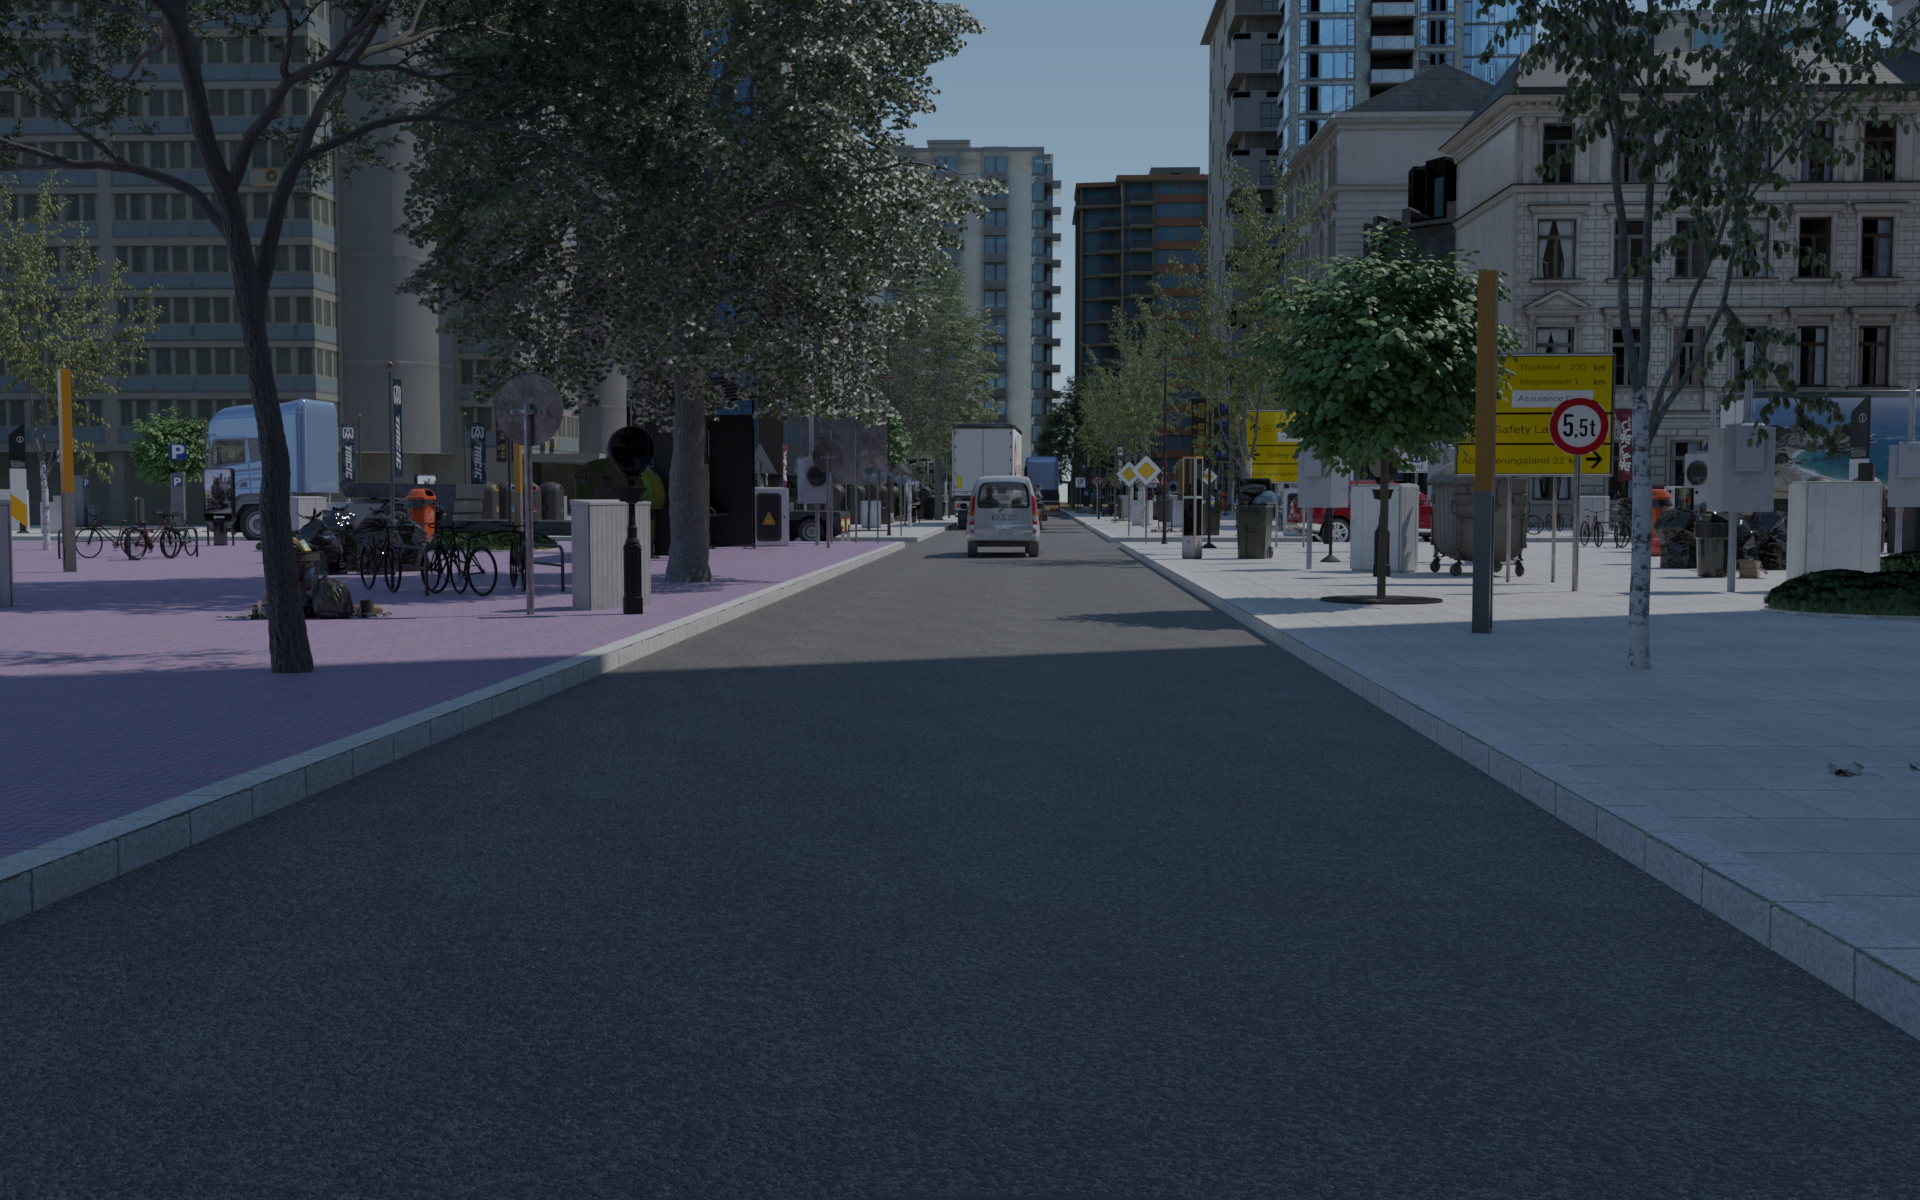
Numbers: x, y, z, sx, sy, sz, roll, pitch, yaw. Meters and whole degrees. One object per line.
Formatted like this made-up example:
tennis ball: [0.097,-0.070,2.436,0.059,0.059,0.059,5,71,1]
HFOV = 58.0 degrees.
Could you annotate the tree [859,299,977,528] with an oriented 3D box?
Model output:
tree: [-1.687,-7.068,65.927,4.360,8.622,3.978,0,3,0]

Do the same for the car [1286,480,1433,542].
car: [11.660,-2.380,47.590,5.304,1.827,2.281,0,4,0]

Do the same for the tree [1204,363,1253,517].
tree: [15.280,-8.966,96.950,4.360,8.622,3.978,0,3,0]

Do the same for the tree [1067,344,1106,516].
tree: [6.810,-7.088,66.248,4.737,8.622,4.395,0,3,0]

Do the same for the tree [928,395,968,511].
tree: [-0.266,-10.828,127.403,4.737,8.622,4.395,0,3,0]

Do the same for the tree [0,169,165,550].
tree: [-20.623,-5.435,39.222,4.737,8.622,4.395,0,3,0]

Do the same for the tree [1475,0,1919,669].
tree: [5.111,-3.787,12.287,4.360,8.622,3.978,0,3,0]

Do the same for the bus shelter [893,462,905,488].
bus shelter: [-4.263,-6.424,96.314,1.731,3.624,6.357,0,4,3]

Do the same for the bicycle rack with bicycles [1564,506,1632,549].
bicycle rack with bicycles: [16.272,-1.710,41.335,2.852,0.926,2.925,0,4,8]

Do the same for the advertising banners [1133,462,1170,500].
advertising banners: [10.417,-6.008,94.413,2.074,3.025,0.090,-1,4,-8]

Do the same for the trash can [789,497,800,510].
trash can: [-8.543,-4.634,87.425,0.748,1.137,0.748,0,3,0]

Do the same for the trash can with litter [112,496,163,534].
trash can with litter: [-26.922,-2.778,56.483,1.678,1.210,2.233,-1,4,-16]

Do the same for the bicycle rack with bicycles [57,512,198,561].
bicycle rack with bicycles: [-16.459,-1.308,34.768,2.852,0.926,2.925,1,4,20]

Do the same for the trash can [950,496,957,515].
trash can: [-0.492,-5.681,104.542,0.748,1.137,0.748,0,3,0]

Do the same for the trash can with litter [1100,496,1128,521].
trash can with litter: [7.752,-4.357,82.294,1.678,1.210,2.233,1,4,12]

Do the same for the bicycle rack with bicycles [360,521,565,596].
bicycle rack with bicycles: [-6.453,-0.575,22.787,2.852,0.926,2.925,-2,4,-30]

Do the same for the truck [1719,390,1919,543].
truck: [27.022,-3.590,47.608,11.283,4.237,2.839,0,4,4]

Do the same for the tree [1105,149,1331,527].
tree: [6.099,-5.325,37.427,4.737,8.622,4.395,0,3,0]

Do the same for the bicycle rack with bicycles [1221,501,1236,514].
bicycle rack with bicycles: [17.900,-5.789,108.031,2.852,0.926,2.925,-1,4,-19]

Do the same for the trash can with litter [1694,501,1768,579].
trash can with litter: [11.848,-0.931,26.610,1.055,1.170,0.624,2,4,32]

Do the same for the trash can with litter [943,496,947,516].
trash can with litter: [-1.302,-5.301,98.066,1.055,1.170,0.624,-1,4,-10]

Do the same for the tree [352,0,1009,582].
tree: [-3.958,-7.253,25.239,9.857,13.997,8.962,0,3,0]

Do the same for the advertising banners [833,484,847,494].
advertising banners: [-6.352,-5.971,93.807,0.090,3.025,2.074,2,4,32]

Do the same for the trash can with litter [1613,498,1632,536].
trash can with litter: [20.455,-2.525,52.670,1.055,1.170,0.624,-1,4,-22]

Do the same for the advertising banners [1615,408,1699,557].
advertising banners: [14.244,-2.403,35.475,2.074,3.025,0.090,-1,4,-17]

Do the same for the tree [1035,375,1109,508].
tree: [11.104,-15.080,164.680,7.486,12.596,7.792,0,3,0]

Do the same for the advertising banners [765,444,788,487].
advertising banners: [-6.337,-3.915,60.194,0.090,3.025,2.074,1,4,15]

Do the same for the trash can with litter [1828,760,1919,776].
trash can with litter: [4.973,0.226,7.355,2.233,1.210,1.678,3,5,43]

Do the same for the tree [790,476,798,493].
tree: [-10.869,-7.554,118.115,1.663,3.219,1.824,0,3,0]

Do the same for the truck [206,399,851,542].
truck: [-12.594,-3.652,49.462,18.799,4.110,2.967,0,4,3]

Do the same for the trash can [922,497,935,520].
trash can: [-1.524,-4.555,86.120,0.748,1.137,0.748,0,3,0]

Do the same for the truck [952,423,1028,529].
truck: [1.328,-5.217,74.219,2.839,4.237,11.283,0,4,4]

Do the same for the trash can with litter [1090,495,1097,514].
trash can with litter: [8.802,-6.010,109.316,1.678,1.210,2.233,1,4,11]

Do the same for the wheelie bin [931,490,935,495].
wheelie bin: [-2.035,-6.849,119.890,0.693,1.594,0.980,-1,4,-12]

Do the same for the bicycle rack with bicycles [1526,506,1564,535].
bicycle rack with bicycles: [17.396,-2.578,55.527,2.852,0.926,2.925,-3,5,-43]

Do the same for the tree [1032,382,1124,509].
tree: [9.654,-12.834,144.249,8.767,10.594,7.601,-2,4,-34]

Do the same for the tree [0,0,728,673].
tree: [-5.096,-4.771,12.416,7.601,10.594,8.767,3,4,36]

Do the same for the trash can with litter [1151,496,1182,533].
trash can with litter: [7.292,-2.881,58.166,2.233,1.210,1.678,-1,4,-21]

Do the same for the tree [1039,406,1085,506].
tree: [11.994,-15.844,184.807,9.928,11.665,9.643,0,3,0]

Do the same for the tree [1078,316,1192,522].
tree: [7.593,-7.474,72.562,4.360,8.622,3.978,0,3,0]

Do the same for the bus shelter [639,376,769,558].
bus shelter: [-5.442,-2.838,37.676,1.731,3.624,6.357,0,4,2]

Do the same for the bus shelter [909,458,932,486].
bus shelter: [-2.911,-7.554,114.784,1.731,3.624,6.357,0,4,3]

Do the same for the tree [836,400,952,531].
tree: [-3.203,-4.675,60.153,4.285,4.588,4.351,0,3,0]

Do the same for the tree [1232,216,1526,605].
tree: [4.968,-2.257,20.621,4.285,4.588,4.351,0,3,0]

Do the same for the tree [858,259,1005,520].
tree: [-1.456,-10.166,84.339,7.486,12.596,7.792,0,3,0]

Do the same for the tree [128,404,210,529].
tree: [-28.551,-4.842,62.884,4.285,4.588,4.351,0,3,0]

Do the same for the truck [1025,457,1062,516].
truck: [5.599,-7.903,118.979,2.967,4.110,18.799,0,4,3]

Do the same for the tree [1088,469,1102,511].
tree: [10.116,-8.402,131.971,1.663,3.219,1.824,0,3,0]
